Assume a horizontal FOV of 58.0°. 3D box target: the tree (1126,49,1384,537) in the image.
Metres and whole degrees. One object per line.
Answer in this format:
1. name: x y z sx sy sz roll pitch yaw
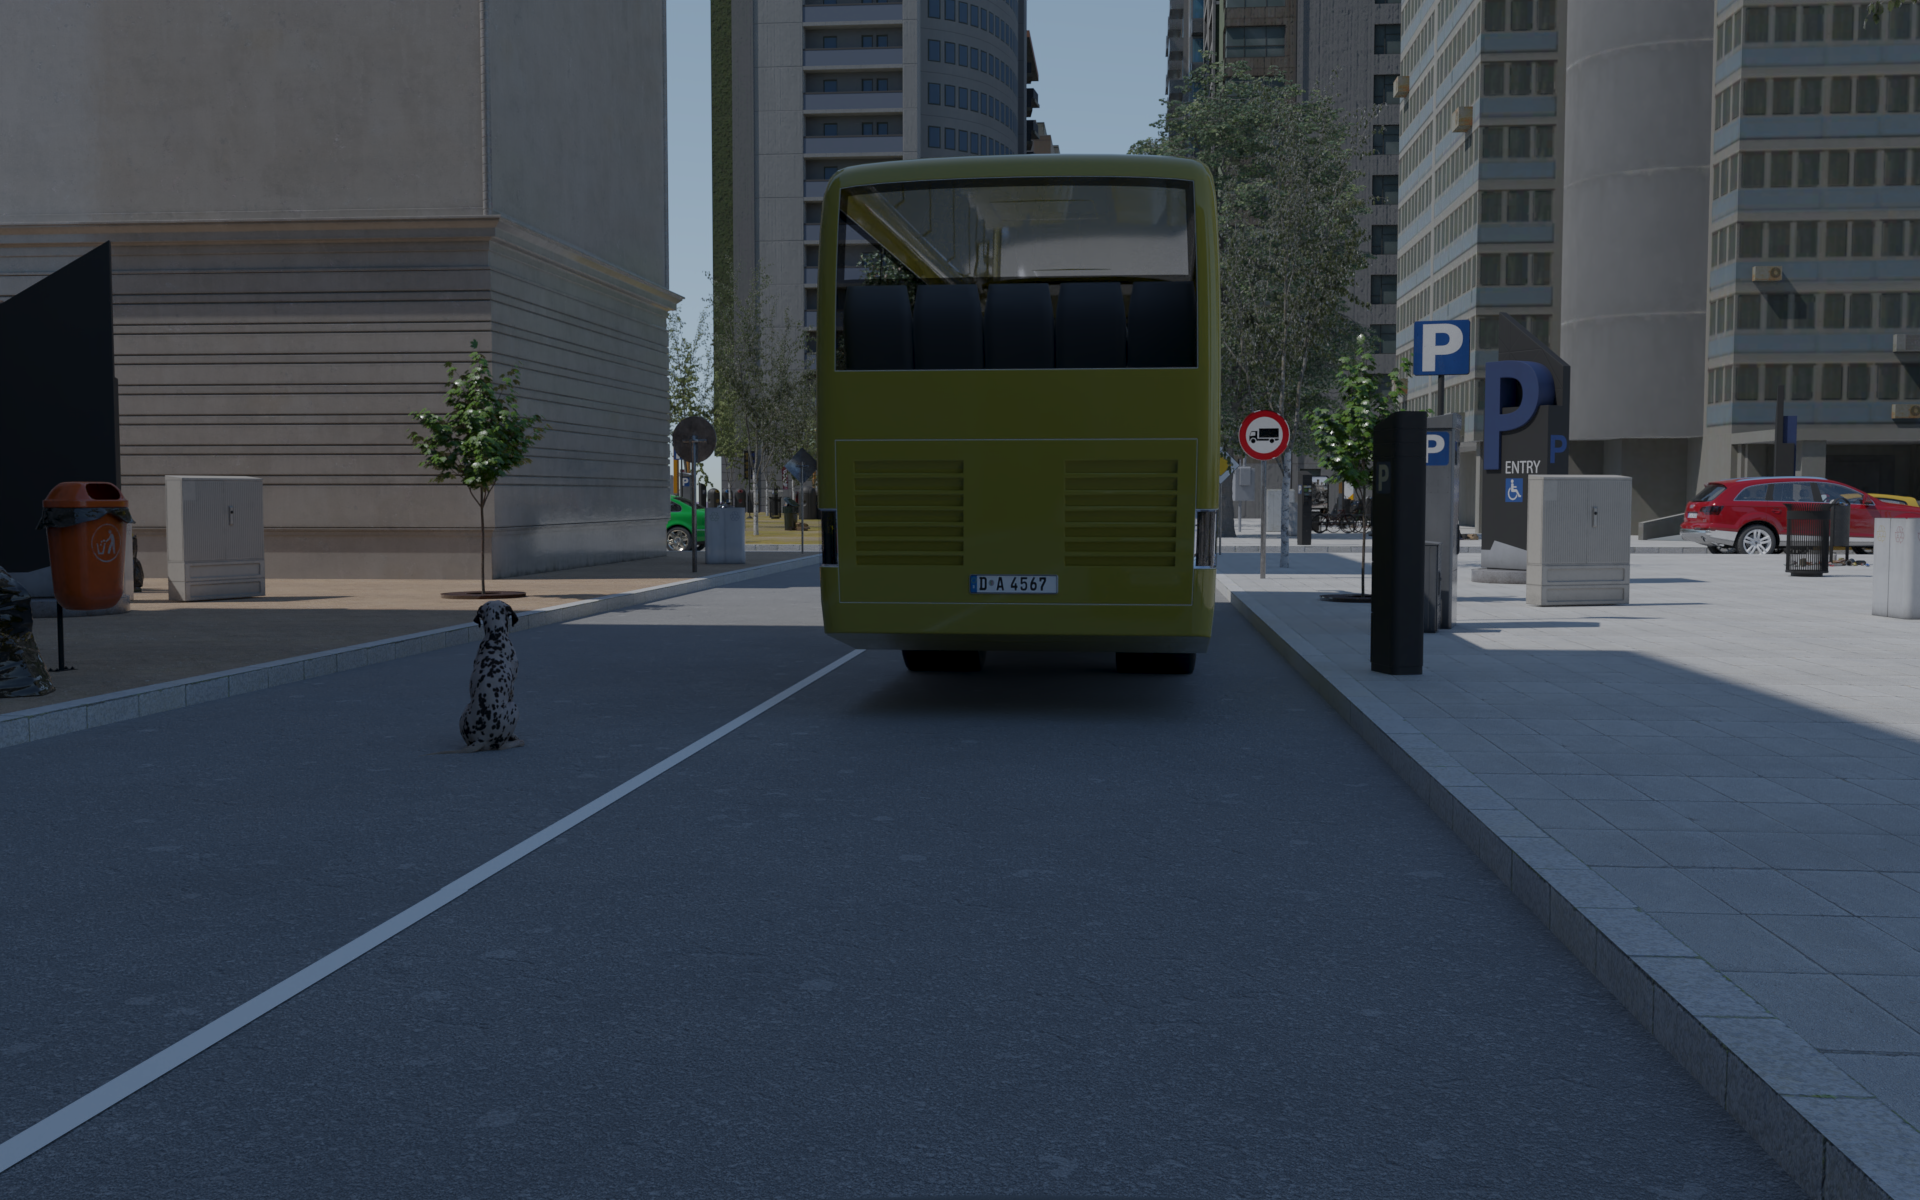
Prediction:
1. tree: 7.994 -8.853 51.403 9.857 13.997 8.962 0 3 0

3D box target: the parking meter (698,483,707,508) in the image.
1. parking meter: -13.485 -5.203 90.786 0.255 1.863 0.399 3 5 41

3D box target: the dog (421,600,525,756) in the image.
1. dog: -2.751 0.432 9.773 0.513 0.831 0.800 2 4 35

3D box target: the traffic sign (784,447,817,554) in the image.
1. traffic sign: -3.387 -2.054 37.224 0.795 2.450 0.064 0 4 5

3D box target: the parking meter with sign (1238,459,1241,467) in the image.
1. parking meter with sign: 12.982 -5.471 85.714 1.738 3.016 0.543 1 4 16

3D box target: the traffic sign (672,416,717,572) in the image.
1. traffic sign: -4.350 -1.725 28.315 0.768 2.556 0.104 1 4 12

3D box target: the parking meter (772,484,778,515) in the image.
1. parking meter: -11.213 -6.073 105.006 0.255 1.863 0.399 -2 4 -31

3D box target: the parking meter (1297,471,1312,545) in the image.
1. parking meter: 8.648 -2.308 43.452 0.255 1.863 0.399 -1 4 -11

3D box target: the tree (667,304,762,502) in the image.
1. tree: -10.258 -7.103 66.490 4.737 8.622 4.395 0 3 0

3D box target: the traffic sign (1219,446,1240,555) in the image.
1. traffic sign: 5.465 -2.001 36.364 0.795 2.450 0.064 0 4 5

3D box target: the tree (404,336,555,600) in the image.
1. tree: -6.071 -1.644 21.477 1.663 3.219 1.824 0 3 0

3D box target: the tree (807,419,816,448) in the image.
1. tree: -1.292 -9.283 68.790 9.611 12.733 9.660 0 3 0

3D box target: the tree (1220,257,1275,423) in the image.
1. tree: 9.081 -8.769 69.135 9.928 11.665 9.643 0 3 0

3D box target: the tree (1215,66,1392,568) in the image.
1. tree: 5.588 -4.885 30.232 4.360 8.622 3.978 0 3 0

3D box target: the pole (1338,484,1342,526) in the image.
1. pole: 15.221 -4.603 69.094 0.158 3.312 0.155 0 3 0

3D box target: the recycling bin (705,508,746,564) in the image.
1. recycling bin: -4.328 -1.187 31.960 0.722 1.027 0.722 0 4 -6

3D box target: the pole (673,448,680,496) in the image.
1. pole: -10.160 -4.171 62.041 0.158 3.312 0.155 0 3 0

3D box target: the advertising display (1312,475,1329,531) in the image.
1. advertising display: 12.318 -3.361 60.161 0.974 1.923 0.123 2 4 25

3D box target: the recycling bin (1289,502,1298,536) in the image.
1. recycling bin: 10.288 -2.472 52.968 0.722 1.027 0.722 2 4 32

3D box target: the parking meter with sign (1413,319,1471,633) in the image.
1. parking meter with sign: 4.549 -1.250 16.694 0.543 3.016 1.738 1 4 20

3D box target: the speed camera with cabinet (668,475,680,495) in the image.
1. speed camera with cabinet: -13.558 -5.443 83.328 2.038 3.252 0.660 3 5 43

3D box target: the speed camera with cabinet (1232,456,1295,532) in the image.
1. speed camera with cabinet: 10.301 -3.941 58.777 2.038 3.252 0.660 0 4 -2

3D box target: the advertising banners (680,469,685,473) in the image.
1. advertising banners: -20.155 -7.668 121.563 2.074 3.025 0.090 0 4 3

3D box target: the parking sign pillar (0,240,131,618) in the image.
1. parking sign pillar: -9.692 -1.834 18.451 1.447 3.967 1.447 -1 4 -19

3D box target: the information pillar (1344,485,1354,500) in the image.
1. information pillar: 19.214 -5.761 85.553 0.504 3.616 0.183 3 5 39

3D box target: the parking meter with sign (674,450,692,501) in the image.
1. parking meter with sign: -9.616 -3.981 61.344 0.543 3.016 1.738 0 4 7

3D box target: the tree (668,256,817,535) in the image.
1. tree: -6.191 -6.315 53.609 4.360 8.622 3.978 0 3 0

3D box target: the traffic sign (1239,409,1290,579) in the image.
1. traffic sign: 4.595 -1.596 26.194 0.768 2.556 0.104 1 4 14

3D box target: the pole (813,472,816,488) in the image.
1. pole: -9.097 -6.993 108.179 0.158 3.312 0.155 0 3 0

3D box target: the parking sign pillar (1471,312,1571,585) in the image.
1. parking sign pillar: 8.202 -2.242 25.132 1.447 3.967 1.447 -2 4 -26

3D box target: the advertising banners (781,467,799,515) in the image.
1. advertising banners: -10.192 -6.801 107.377 2.074 3.025 0.090 2 4 24

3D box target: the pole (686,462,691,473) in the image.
1. pole: -11.265 -4.766 71.763 0.158 3.312 0.155 0 3 0

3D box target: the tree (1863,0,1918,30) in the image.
1. tree: 7.831 -3.726 11.286 4.360 8.622 3.978 0 3 0

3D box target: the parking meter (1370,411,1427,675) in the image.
1. parking meter: 3.137 -0.410 12.408 0.255 1.863 0.399 -1 4 -12

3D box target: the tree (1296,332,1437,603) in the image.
1. tree: 4.797 -1.609 20.905 1.663 3.219 1.824 0 3 0

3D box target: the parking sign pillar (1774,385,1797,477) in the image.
1. parking sign pillar: 20.658 -3.361 43.432 1.447 3.967 1.447 2 4 23

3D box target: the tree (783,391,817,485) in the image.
1. tree: -10.089 -10.198 117.107 4.737 8.622 4.395 0 3 0
